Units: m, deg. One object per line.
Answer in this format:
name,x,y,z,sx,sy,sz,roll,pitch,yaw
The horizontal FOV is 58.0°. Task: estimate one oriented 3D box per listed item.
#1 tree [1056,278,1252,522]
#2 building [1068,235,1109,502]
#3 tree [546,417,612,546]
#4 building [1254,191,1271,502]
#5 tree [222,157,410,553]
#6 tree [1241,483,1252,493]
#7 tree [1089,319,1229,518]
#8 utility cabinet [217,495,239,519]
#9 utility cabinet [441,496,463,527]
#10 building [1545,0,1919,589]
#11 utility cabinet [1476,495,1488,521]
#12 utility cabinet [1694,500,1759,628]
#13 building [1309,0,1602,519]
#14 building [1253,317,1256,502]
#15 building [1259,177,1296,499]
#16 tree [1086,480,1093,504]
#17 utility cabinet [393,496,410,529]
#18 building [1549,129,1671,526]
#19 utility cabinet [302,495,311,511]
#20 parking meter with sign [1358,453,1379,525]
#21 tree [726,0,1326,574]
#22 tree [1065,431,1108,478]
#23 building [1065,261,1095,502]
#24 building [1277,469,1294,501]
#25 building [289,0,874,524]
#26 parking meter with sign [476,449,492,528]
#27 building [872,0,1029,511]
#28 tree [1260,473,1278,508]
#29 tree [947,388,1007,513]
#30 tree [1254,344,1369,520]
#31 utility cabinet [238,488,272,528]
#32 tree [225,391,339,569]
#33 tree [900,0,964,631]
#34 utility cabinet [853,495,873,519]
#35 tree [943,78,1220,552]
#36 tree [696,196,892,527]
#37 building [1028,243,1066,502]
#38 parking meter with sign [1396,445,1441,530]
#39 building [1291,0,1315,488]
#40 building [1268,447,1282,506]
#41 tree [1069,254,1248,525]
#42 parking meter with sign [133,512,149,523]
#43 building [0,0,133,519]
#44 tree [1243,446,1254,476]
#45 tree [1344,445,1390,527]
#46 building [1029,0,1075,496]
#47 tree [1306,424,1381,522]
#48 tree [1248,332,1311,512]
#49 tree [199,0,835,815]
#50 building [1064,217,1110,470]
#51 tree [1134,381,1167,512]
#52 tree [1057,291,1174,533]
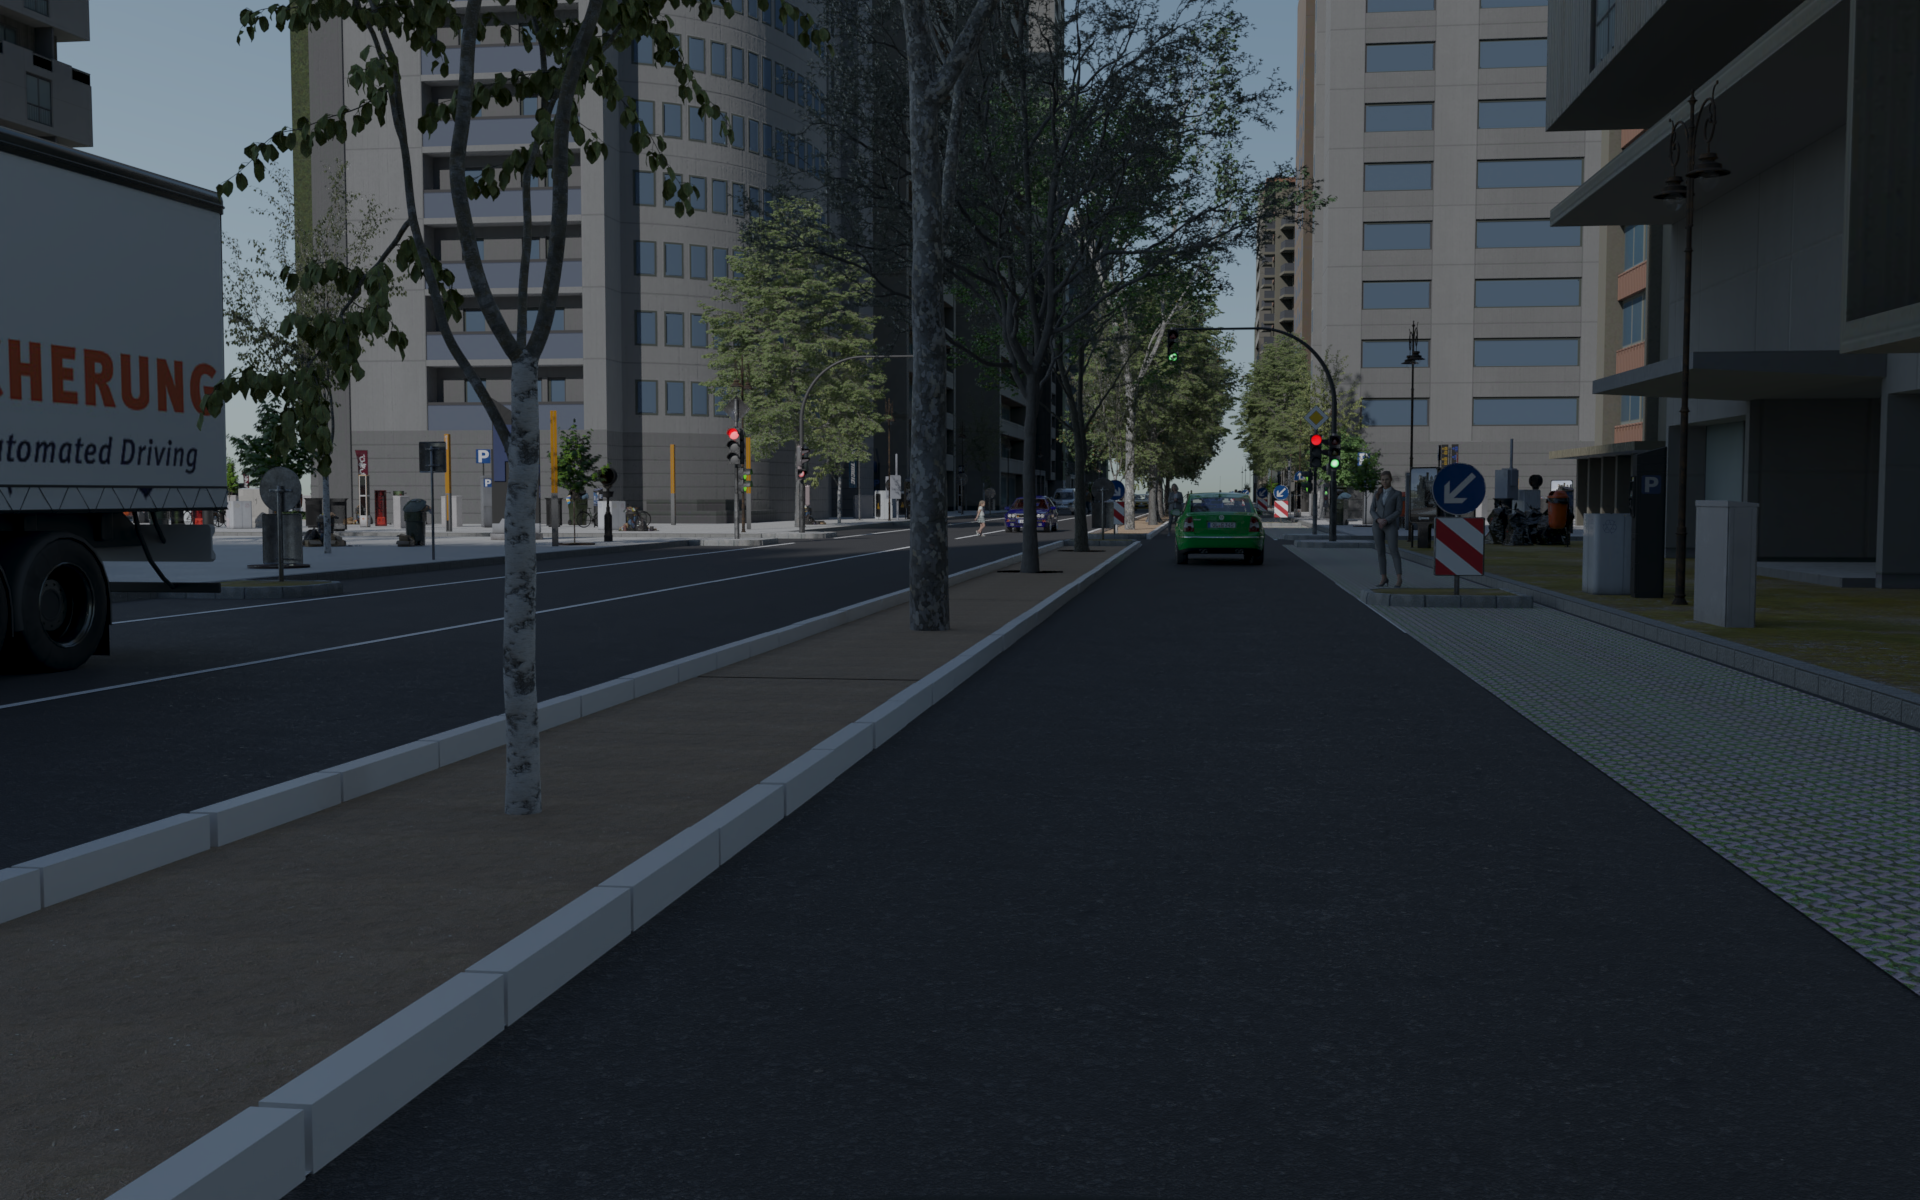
tree,9.805,-10.261,87.238,9.611,12.733,9.660,0,3,0
building,15.572,-35.716,267.558,14.154,41.232,14.086,1,4,8
tree,-9.597,-3.000,43.645,1.663,3.219,1.824,0,3,0
building,55.261,-38.868,259.190,21.300,48.544,21.600,1,4,8
tree,-13.901,-5.306,37.108,4.360,8.622,3.978,0,3,0
tree,44.185,-16.683,267.369,1.663,3.219,1.824,0,3,0
tree,13.096,-12.465,112.921,9.857,13.997,8.962,0,3,0
utility cabinet,-37.214,-4.703,88.056,1.020,1.237,0.306,0,4,5
utility cabinet,-19.932,-3.472,67.922,1.020,1.237,0.306,3,5,39
building,23.331,-26.315,19.491,28.713,52.752,27.495,1,4,8
utility cabinet,25.215,-4.438,83.729,0.306,1.237,1.020,2,4,31
utility cabinet,7.560,-0.363,17.098,0.306,1.237,1.020,0,4,7
building,31.334,-34.169,100.659,21.231,58.520,28.212,1,4,8
building,54.274,-30.996,278.477,14.160,30.474,14.107,1,4,8
building,51.869,-35.414,233.639,22.147,44.769,28.867,1,4,8
tree,17.843,-14.601,233.321,1.663,3.219,1.824,0,3,0
utility cabinet,-20.904,-3.286,64.893,0.306,1.237,1.020,0,4,2
building,37.680,-25.006,63.479,28.867,44.769,22.147,1,4,8
utility cabinet,-34.188,-4.910,91.446,1.020,1.237,0.306,1,4,18
parking meter with sign,17.452,-4.719,73.412,0.543,3.016,1.738,3,4,37
tree,1.258,-7.234,31.099,12.009,13.543,11.850,0,3,0
tree,14.364,-16.713,207.676,8.767,10.594,7.601,0,4,6
building,2.922,-34.127,249.865,32.217,40.220,23.993,1,4,8
building,40.300,-44.095,159.197,20.563,71.187,20.611,1,4,8
building,-17.370,-33.277,86.082,21.231,58.520,28.212,1,4,8
parking meter with sign,-18.228,-4.305,66.652,0.543,3.016,1.738,-1,4,-22
building,-6.003,-31.808,143.770,21.300,48.544,21.600,1,4,8
tree,28.747,-10.140,160.385,1.663,3.219,1.824,0,3,0
tree,1.463,-10.363,119.803,4.360,8.622,3.978,0,3,0
tree,18.034,-8.312,86.264,4.737,8.622,4.395,0,3,0
utility cabinet,-26.570,-3.464,65.310,1.173,1.500,0.318,0,4,7
tree,-11.982,-2.171,30.101,1.663,3.219,1.824,0,3,0
tree,0.761,-9.677,16.566,12.611,20.169,13.585,0,3,0
utility cabinet,-5.082,-4.883,91.006,1.020,1.237,0.306,-1,4,-19
tree,2.910,-6.995,42.589,9.928,11.665,9.643,0,3,0
tree,-6.644,-9.099,66.888,7.486,12.596,7.792,0,3,0
building,4.503,-26.007,196.916,14.160,30.474,14.107,1,4,8
parking meter with sign,16.197,-4.002,61.689,1.738,3.016,0.543,1,4,12
building,34.993,-30.145,142.975,14.600,45.320,14.200,1,4,8
building,45.077,-53.317,184.408,22.319,86.520,31.000,1,4,8
tree,8.882,-9.668,78.653,7.486,12.596,7.792,0,3,0
parking meter with sign,-35.968,-4.929,76.845,0.543,3.016,1.738,1,4,16
building,-57.521,-29.882,77.806,27.495,52.752,28.713,1,4,8
tree,37.339,-16.280,216.545,4.737,8.622,4.395,0,3,0
tree,15.876,-4.477,67.797,1.663,3.219,1.824,0,3,0
building,5.197,-48.187,226.104,20.563,71.187,20.611,1,4,8
tree,18.044,-5.974,81.388,4.285,4.588,4.351,0,3,0
tree,22.661,-12.472,122.039,7.486,12.596,7.792,0,3,0
tree,-1.961,-3.358,7.730,4.737,8.622,4.395,0,3,0
building,16.906,-38.617,281.504,14.600,45.320,14.200,1,4,8
tree,10.853,-8.752,95.906,4.737,8.622,4.395,0,3,0
tree,5.396,-6.534,59.655,4.360,8.622,3.978,0,3,0
